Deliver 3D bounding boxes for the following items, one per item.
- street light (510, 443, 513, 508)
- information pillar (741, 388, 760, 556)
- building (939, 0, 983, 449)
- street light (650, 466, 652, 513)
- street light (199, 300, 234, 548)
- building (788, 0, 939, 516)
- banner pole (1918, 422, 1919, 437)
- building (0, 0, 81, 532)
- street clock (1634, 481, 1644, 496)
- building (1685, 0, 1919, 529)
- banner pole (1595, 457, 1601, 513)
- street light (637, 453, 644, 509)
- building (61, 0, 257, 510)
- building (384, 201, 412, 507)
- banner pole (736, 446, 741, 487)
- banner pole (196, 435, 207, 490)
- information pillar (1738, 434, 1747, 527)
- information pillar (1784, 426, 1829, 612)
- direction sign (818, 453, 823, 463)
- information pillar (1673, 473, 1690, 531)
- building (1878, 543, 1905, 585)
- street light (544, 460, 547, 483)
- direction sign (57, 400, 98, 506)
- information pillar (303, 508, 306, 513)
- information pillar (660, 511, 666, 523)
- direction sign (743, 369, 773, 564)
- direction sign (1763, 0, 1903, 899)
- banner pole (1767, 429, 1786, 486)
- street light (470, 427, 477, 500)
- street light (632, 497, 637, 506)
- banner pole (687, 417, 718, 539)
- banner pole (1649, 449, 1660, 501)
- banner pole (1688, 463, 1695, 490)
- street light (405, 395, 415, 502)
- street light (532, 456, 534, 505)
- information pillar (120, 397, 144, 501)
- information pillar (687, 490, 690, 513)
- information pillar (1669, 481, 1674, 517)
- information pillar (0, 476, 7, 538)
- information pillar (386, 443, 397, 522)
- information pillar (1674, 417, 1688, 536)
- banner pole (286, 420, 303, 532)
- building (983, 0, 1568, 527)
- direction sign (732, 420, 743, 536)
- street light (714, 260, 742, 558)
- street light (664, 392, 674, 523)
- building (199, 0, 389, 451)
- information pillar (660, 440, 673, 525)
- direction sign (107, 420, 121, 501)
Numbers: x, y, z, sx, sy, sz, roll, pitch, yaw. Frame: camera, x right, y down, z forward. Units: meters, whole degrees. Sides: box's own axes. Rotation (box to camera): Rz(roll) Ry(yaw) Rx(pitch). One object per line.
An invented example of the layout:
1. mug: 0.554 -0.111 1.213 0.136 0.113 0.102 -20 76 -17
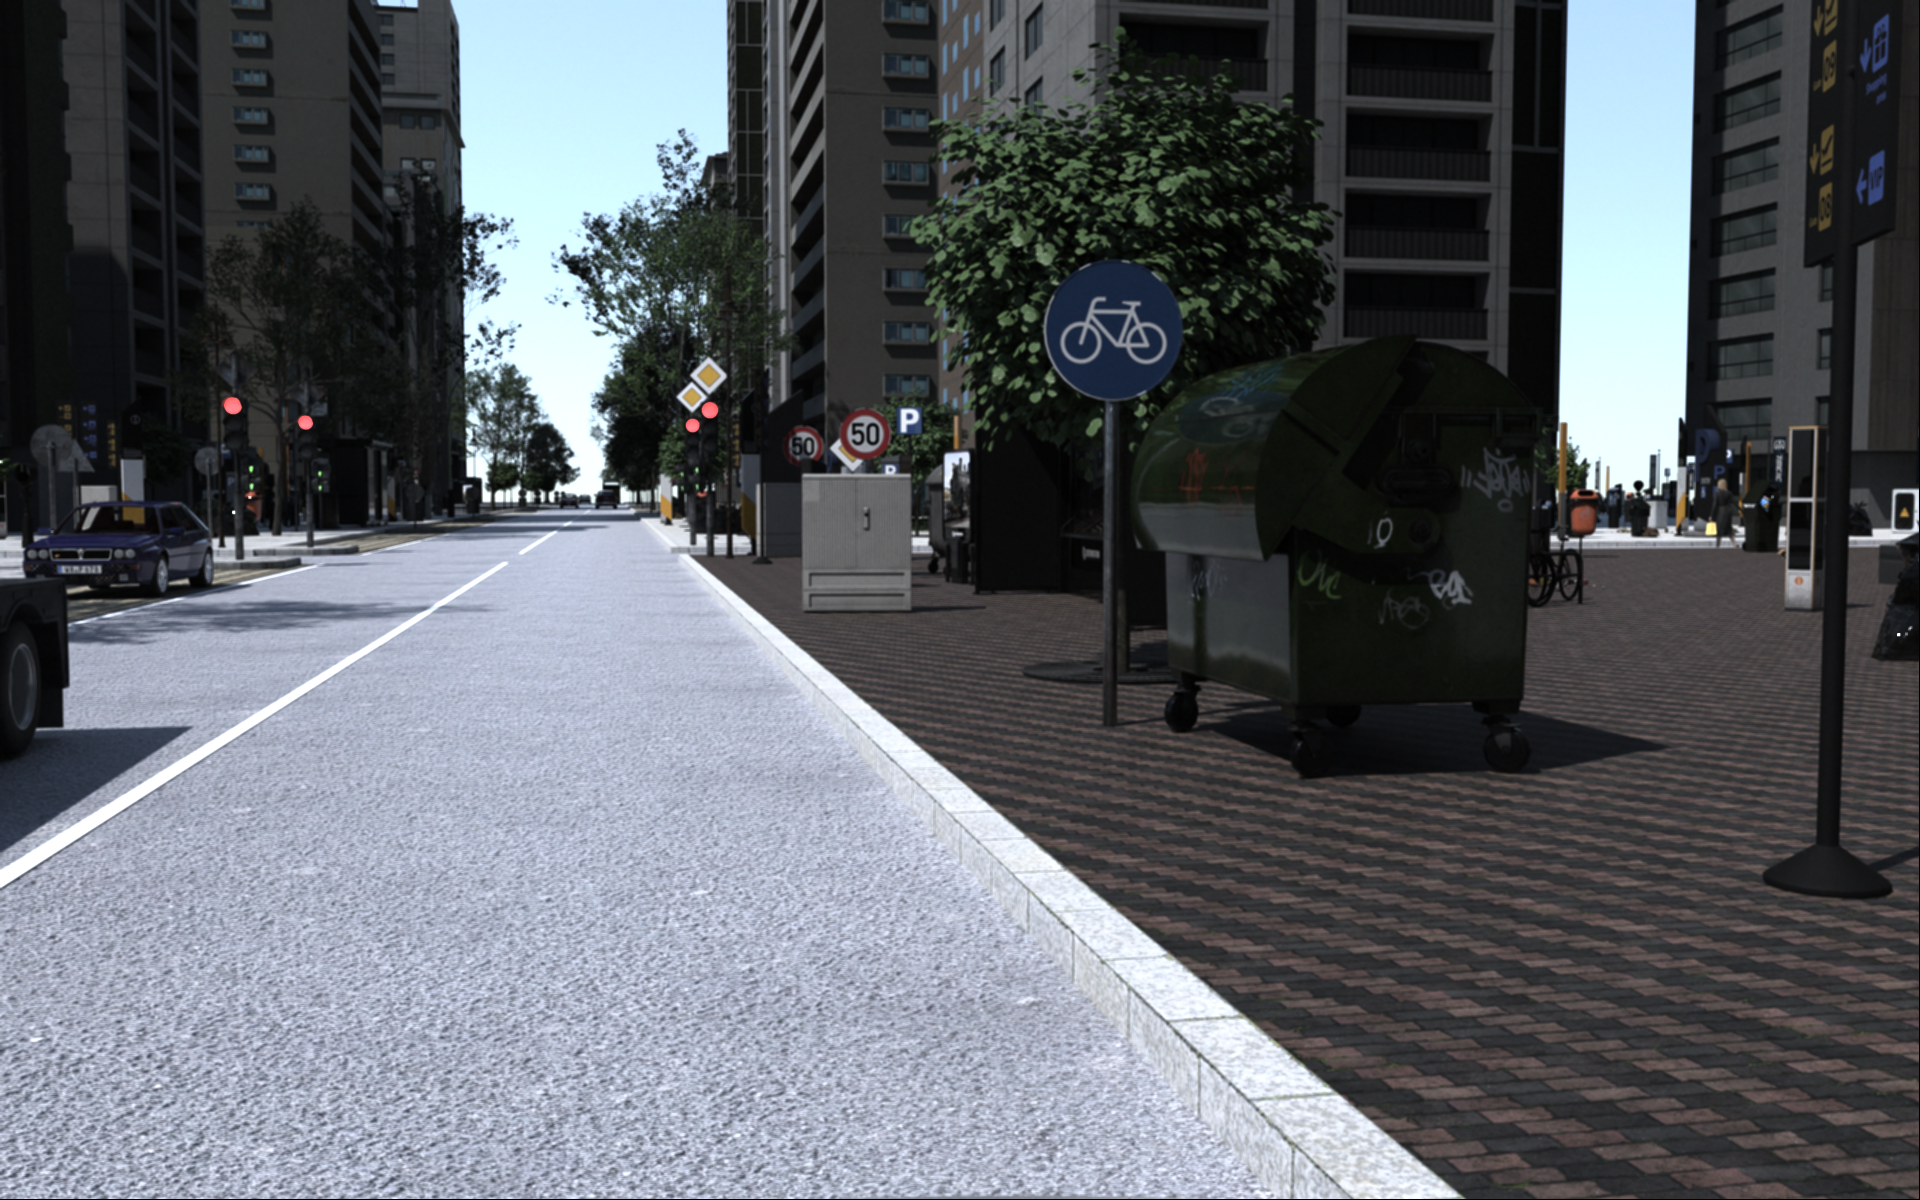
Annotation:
1. street light: -40.297 -11.170 155.409 0.468 5.910 1.993 -1 4 -11
2. information pillar: -4.337 -2.740 36.156 0.504 3.616 0.183 -3 5 -40
3. building: 7.041 -26.581 84.711 14.600 45.320 14.200 -1 4 -11
4. street light: -20.830 -8.803 116.720 0.468 5.910 1.993 -1 4 -11
5. street light: -17.702 -4.194 41.366 0.468 5.910 1.993 -1 4 -11
6. building: 0.829 -29.727 109.737 21.300 48.544 21.600 -1 4 -11
7. banner pole: 29.798 -3.873 53.347 0.863 3.779 0.401 -1 4 -13
8. building: -37.665 -17.289 54.372 14.160 30.474 14.107 -1 4 -11
9. street clock: 36.363 -5.399 92.848 0.471 2.002 0.358 3 4 37
10. building: 38.704 -18.073 67.202 14.107 30.474 14.160 -1 4 -11
11. banner pole: 42.809 -7.720 116.237 0.401 3.779 0.863 0 4 -4
12. street light: -28.012 -11.005 152.716 0.468 5.910 1.993 -1 4 -11
13. building: -45.598 -39.336 81.391 20.563 71.187 20.611 -1 4 -11
14. building: -61.476 -24.237 167.977 14.160 30.474 14.107 -1 4 -11
15. banner pole: -9.861 -5.470 79.455 0.863 3.779 0.401 0 4 -3
16. banner pole: -32.300 -5.127 73.846 0.863 3.779 0.401 2 4 35
17. information pillar: 30.596 -4.669 67.688 0.183 3.616 0.504 3 5 40
18. information pillar: 9.245 -0.883 18.926 0.304 2.012 0.304 -3 5 -43
19. direction sign: -6.000 -4.931 72.613 0.379 3.537 0.876 2 4 31
20. information pillar: 25.180 -3.415 60.330 0.304 2.012 0.304 -2 4 -27
21. building: 24.768 -28.879 14.166 21.231 58.520 28.212 -1 4 -11
22. street light: -56.455 -16.100 236.030 0.468 5.910 1.993 -1 4 -11
23. direction sign: -21.323 -3.053 41.911 0.876 3.537 0.379 -1 4 -13
24. information pillar: -42.481 -6.599 112.384 0.304 2.012 0.304 -1 4 -17
25. information pillar: -12.968 -4.380 76.100 0.304 2.012 0.304 1 4 16
26. direction sign: -3.640 -2.435 31.805 0.379 3.537 0.876 0 4 8
27. direction sign: 2.838 -0.830 5.565 0.379 3.537 0.876 1 4 12
28. banner pole: 31.307 -4.682 66.568 0.401 3.779 0.863 -3 5 -45
29. street light: -32.806 -8.823 117.046 0.468 5.910 1.993 -1 4 -11
30. street light: -35.652 -13.354 191.117 0.468 5.910 1.993 -1 4 -11
31. banner pole: -7.409 -3.660 49.862 0.863 3.779 0.401 -1 4 -21
32. banner pole: 38.879 -6.535 96.866 0.863 3.779 0.401 -1 4 -20
33. banner pole: 50.943 -8.017 121.087 0.401 3.779 0.863 -3 5 -41
34. street light: -25.185 -6.534 79.626 0.468 5.910 1.993 -1 4 -11
35. street light: -48.819 -13.773 197.967 0.468 5.910 1.993 -1 4 -11
36. information pillar: -19.834 -3.069 41.539 0.183 3.616 0.504 3 5 45
37. information pillar: -18.442 -6.938 117.925 0.304 2.012 0.304 -2 4 -27
38. information pillar: 39.117 -5.534 94.966 0.304 2.012 0.304 -1 4 -21
39. information pillar: -28.299 -2.848 51.061 0.304 2.012 0.304 -2 4 -34
40. information pillar: -26.214 -5.400 79.647 0.183 3.616 0.504 3 4 37
41. information pillar: 21.953 -3.751 52.683 0.183 3.616 0.504 0 4 1
42. banner pole: -22.612 -4.203 58.730 0.401 3.779 0.863 -3 4 -37
43. building: 12.971 -38.354 65.347 20.611 71.187 20.563 -1 4 -11
44. direction sign: -6.686 -3.745 53.231 0.876 3.537 0.379 3 4 39
45. street light: -4.594 -3.768 34.394 0.468 5.910 1.993 -1 4 -11
46. street light: -13.082 -6.429 77.902 0.468 5.910 1.993 -1 4 -11
47. building: -61.884 -32.109 148.691 21.300 48.544 21.600 -1 4 -11
48. information pillar: -12.074 -4.884 71.205 0.504 3.616 0.183 0 4 5
49. direction sign: -25.691 -3.727 52.940 0.876 3.537 0.379 1 4 22
